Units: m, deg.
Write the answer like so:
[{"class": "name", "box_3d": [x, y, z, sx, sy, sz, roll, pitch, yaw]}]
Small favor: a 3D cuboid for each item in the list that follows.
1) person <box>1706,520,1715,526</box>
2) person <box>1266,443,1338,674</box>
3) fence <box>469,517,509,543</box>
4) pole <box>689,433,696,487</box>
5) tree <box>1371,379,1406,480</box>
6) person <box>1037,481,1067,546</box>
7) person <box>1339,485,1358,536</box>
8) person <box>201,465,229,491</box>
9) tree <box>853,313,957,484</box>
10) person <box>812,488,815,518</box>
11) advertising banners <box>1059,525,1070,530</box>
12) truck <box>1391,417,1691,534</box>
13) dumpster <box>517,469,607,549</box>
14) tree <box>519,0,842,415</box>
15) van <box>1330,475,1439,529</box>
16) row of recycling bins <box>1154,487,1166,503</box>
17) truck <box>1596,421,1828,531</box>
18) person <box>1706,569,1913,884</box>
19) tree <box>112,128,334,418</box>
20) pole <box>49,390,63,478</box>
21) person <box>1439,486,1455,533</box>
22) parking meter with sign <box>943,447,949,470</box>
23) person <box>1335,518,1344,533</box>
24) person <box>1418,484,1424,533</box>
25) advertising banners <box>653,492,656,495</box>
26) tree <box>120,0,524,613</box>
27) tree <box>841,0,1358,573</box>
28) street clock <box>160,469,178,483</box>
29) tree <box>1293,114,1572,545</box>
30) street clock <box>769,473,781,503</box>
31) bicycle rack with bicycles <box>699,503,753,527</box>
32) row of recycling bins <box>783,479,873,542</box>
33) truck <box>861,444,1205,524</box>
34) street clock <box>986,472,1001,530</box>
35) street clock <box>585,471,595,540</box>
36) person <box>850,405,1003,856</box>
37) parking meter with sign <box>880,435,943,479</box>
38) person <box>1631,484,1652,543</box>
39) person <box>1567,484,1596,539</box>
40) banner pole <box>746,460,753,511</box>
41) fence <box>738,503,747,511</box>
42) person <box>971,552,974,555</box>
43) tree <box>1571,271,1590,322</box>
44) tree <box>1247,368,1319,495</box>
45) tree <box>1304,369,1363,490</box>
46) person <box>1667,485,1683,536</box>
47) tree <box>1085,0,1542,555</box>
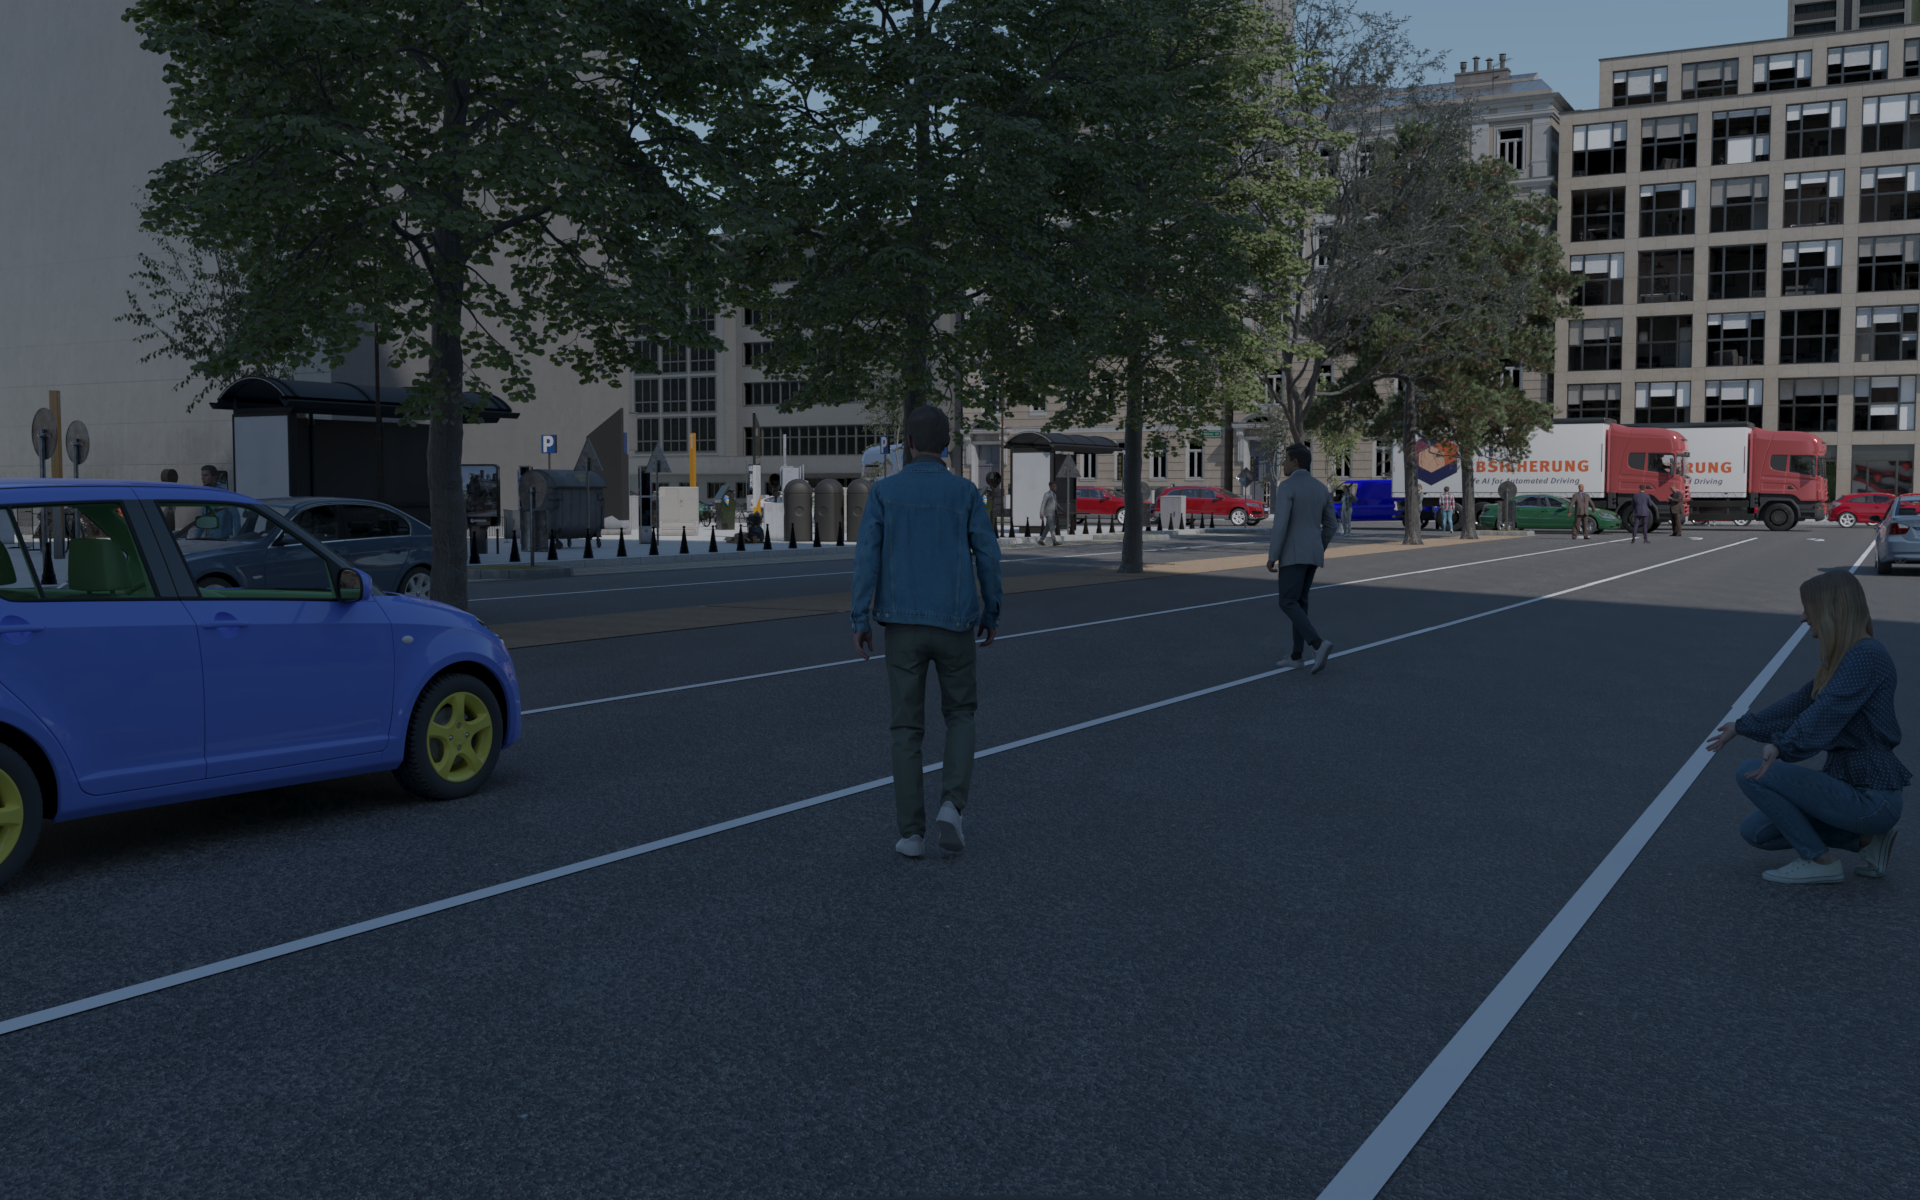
[{"class": "person", "box_3d": [33.289, -4.141, 76.798, 0.593, 1.750, 0.643, 1, 4, 19]}, {"class": "person", "box_3d": [2.811, -0.347, 14.022, 0.661, 1.843, 0.795, -2, 4, -33]}, {"class": "fence", "box_3d": [-12.971, -1.866, 45.888, 2.069, 0.683, 0.278, 0, 4, 5]}, {"class": "pole", "box_3d": [-8.940, -3.924, 58.001, 0.158, 3.312, 0.155, 0, 3, 0]}, {"class": "tree", "box_3d": [24.636, -8.953, 96.747, 4.360, 8.622, 3.978, 0, 3, 0]}, {"class": "person", "box_3d": [2.484, -2.375, 47.611, 0.850, 1.792, 0.678, 2, 4, 31]}, {"class": "person", "box_3d": [13.231, -3.057, 59.203, 0.376, 1.734, 0.841, -1, 4, -14]}, {"class": "person", "box_3d": [-9.003, -0.747, 21.054, 0.601, 1.785, 0.444, 3, 4, 37]}, {"class": "tree", "box_3d": [-2.129, -6.933, 63.723, 4.360, 8.622, 3.978, 0, 3, 0]}, {"class": "person", "box_3d": [-7.014, -4.517, 83.069, 0.841, 1.734, 0.376, -2, 4, -31]}, {"class": "advertising banners", "box_3d": [3.072, -4.004, 61.649, 2.074, 3.025, 0.090, -2, 4, -34]}, {"class": "truck", "box_3d": [22.188, -4.683, 65.475, 11.283, 4.237, 2.839, 2, 4, 30]}, {"class": "dumpster", "box_3d": [-9.393, -2.148, 40.884, 1.264, 1.857, 1.865, 2, 4, 29]}, {"class": "tree", "box_3d": [-0.533, -6.336, 24.186, 7.486, 12.596, 7.792, 0, 3, 0]}, {"class": "van", "box_3d": [17.349, -4.145, 72.153, 5.245, 2.365, 2.240, 2, 4, 28]}, {"class": "row of recycling bins", "box_3d": [12.786, -5.649, 99.479, 3.534, 1.692, 1.069, -1, 4, -20]}, {"class": "truck", "box_3d": [29.022, -4.900, 69.032, 11.283, 4.237, 2.839, 2, 4, 30]}, {"class": "person", "box_3d": [3.112, 0.464, 6.410, 0.738, 1.151, 1.012, 2, 4, 29]}, {"class": "tree", "box_3d": [-14.252, -5.144, 34.462, 4.360, 8.622, 3.978, 0, 3, 0]}, {"class": "pole", "box_3d": [-17.806, -2.466, 34.158, 0.158, 3.312, 0.155, 0, 3, 0]}, {"class": "person", "box_3d": [17.812, -3.305, 63.377, 0.563, 1.720, 0.643, 1, 4, 13]}, {"class": "parking meter with sign", "box_3d": [-1.079, -3.661, 56.116, 0.543, 3.016, 1.738, 2, 4, 32]}, {"class": "person", "box_3d": [13.802, -2.698, 63.088, 0.381, 0.543, 0.357, 0, 4, -8]}, {"class": "person", "box_3d": [16.077, -3.200, 61.097, 0.573, 1.790, 0.520, -1, 4, -17]}, {"class": "advertising banners", "box_3d": [-22.208, -7.956, 126.273, 2.074, 3.025, 0.090, 3, 5, 43]}, {"class": "tree", "box_3d": [-4.922, -5.901, 17.063, 7.486, 12.596, 7.792, 0, 3, 0]}, {"class": "tree", "box_3d": [3.220, -6.776, 31.377, 7.486, 12.596, 7.792, 0, 3, 0]}, {"class": "street clock", "box_3d": [-22.669, -2.761, 49.705, 0.358, 2.002, 0.471, 1, 4, 15]}, {"class": "tree", "box_3d": [12.636, -7.576, 48.372, 6.751, 12.117, 7.091, 0, 3, 0]}, {"class": "street clock", "box_3d": [-6.413, -3.417, 60.438, 0.471, 2.002, 0.358, 1, 4, 18]}, {"class": "bicycle rack with bicycles", "box_3d": [-9.322, -3.307, 67.457, 2.852, 0.926, 2.925, 3, 4, 36]}, {"class": "row of recycling bins", "box_3d": [-3.043, -2.411, 46.530, 3.534, 1.692, 1.069, 1, 4, 11]}, {"class": "truck", "box_3d": [3.005, -5.944, 86.938, 18.799, 4.110, 2.967, 2, 4, 27]}, {"class": "street clock", "box_3d": [1.081, -3.133, 55.789, 0.471, 2.002, 0.358, -3, 4, -36]}, {"class": "street clock", "box_3d": [-10.356, -2.672, 48.250, 0.471, 2.002, 0.358, -1, 4, -12]}, {"class": "person", "box_3d": [-0.127, 0.123, 6.839, 0.601, 1.785, 0.444, 0, 4, -1]}, {"class": "parking meter with sign", "box_3d": [-1.488, -3.409, 51.998, 1.738, 3.016, 0.543, -2, 4, -27]}, {"class": "person", "box_3d": [19.760, -2.495, 50.218, 0.541, 1.710, 0.530, 3, 5, 42]}, {"class": "person", "box_3d": [19.635, -2.788, 54.643, 0.990, 1.755, 0.434, 0, 4, -7]}, {"class": "banner pole", "box_3d": [-15.578, -8.447, 128.125, 0.863, 3.779, 0.401, -2, 4, -28]}, {"class": "fence", "box_3d": [-14.902, -6.435, 120.580, 0.278, 0.683, 2.069, -1, 4, -19]}, {"class": "person", "box_3d": [0.063, -1.926, 40.540, 0.990, 1.755, 0.434, 3, 4, 39]}, {"class": "tree", "box_3d": [15.975, -7.941, 54.344, 6.751, 12.117, 7.091, 0, 3, 0]}, {"class": "tree", "box_3d": [18.217, -9.071, 98.672, 4.360, 8.622, 3.978, 0, 3, 0]}, {"class": "tree", "box_3d": [22.032, -9.294, 102.319, 4.737, 8.622, 4.395, 0, 3, 0]}, {"class": "person", "box_3d": [24.234, -3.032, 58.767, 0.600, 1.739, 0.565, -3, 5, -42]}, {"class": "tree", "box_3d": [7.879, -7.779, 40.008, 12.009, 13.543, 11.850, 0, 3, 0]}]
